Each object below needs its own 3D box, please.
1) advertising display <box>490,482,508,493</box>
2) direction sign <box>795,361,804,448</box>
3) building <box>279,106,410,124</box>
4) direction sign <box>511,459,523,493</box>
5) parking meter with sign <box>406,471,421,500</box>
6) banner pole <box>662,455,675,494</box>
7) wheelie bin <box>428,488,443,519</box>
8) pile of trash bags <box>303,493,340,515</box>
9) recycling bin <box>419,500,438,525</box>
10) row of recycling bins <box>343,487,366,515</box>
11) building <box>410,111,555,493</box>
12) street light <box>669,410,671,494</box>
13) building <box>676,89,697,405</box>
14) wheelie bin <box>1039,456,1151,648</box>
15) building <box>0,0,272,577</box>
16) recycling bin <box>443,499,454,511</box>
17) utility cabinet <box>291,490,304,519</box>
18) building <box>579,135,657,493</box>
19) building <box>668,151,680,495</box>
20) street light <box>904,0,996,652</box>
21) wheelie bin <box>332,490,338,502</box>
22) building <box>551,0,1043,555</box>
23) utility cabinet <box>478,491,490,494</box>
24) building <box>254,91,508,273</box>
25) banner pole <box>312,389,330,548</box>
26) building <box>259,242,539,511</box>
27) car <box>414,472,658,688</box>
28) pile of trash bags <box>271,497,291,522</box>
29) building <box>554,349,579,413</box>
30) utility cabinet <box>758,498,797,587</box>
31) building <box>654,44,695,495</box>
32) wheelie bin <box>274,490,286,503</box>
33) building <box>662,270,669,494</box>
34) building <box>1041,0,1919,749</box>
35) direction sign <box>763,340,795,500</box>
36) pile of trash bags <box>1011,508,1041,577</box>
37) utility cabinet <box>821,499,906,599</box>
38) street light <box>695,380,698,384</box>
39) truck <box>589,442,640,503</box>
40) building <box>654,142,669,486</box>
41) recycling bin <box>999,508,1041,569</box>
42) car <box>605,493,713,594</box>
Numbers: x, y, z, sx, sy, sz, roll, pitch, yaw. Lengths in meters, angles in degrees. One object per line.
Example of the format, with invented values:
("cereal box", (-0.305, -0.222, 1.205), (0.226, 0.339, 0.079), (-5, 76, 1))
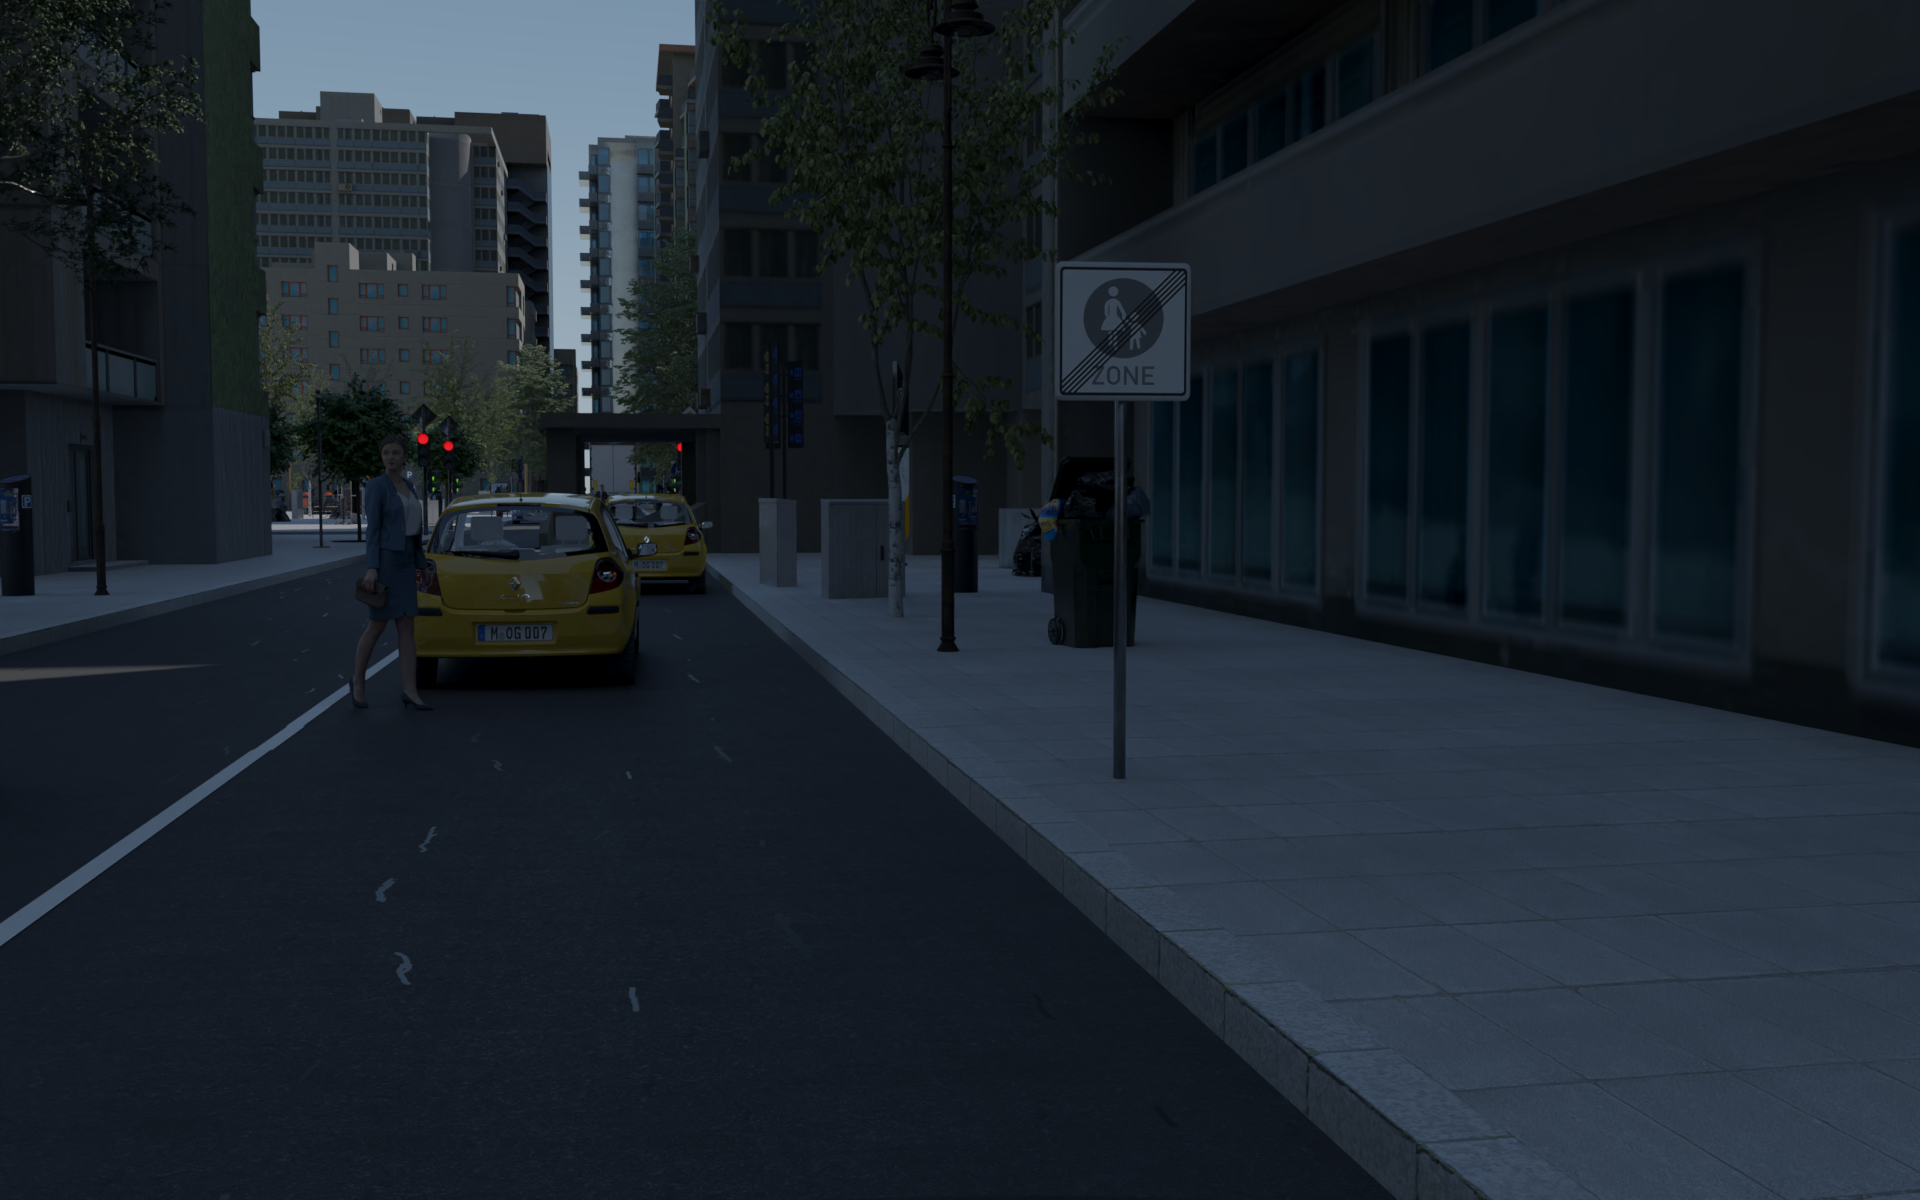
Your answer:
("advertising display", (-25.234, -5.483, 94.863), (0.974, 1.923, 0.123), (-2, 4, -27))
("direction sign", (-3.008, -2.308, 29.726), (0.876, 3.537, 0.379), (3, 4, 37))
("building", (-68.625, -33.435, 196.779), (14.200, 45.320, 14.600), (-1, 4, -11))
("direction sign", (-29.063, -7.441, 113.665), (0.379, 3.537, 0.876), (3, 4, 37))
("parking meter with sign", (-41.468, -8.313, 132.185), (0.543, 3.016, 1.738), (1, 4, 17))
("banner pole", (-18.178, -7.252, 108.582), (0.863, 3.779, 0.401), (2, 4, 31))
("wheelie bin", (-25.261, -4.617, 83.390), (0.693, 1.594, 0.980), (-2, 4, -31))
("pile of trash bags", (-39.877, -5.974, 107.434), (1.912, 1.369, 3.447), (0, 4, 4))
("recycling bin", (-21.899, -3.575, 71.013), (0.722, 1.027, 0.722), (2, 4, 31))
("row of recycling bins", (-37.542, -6.240, 109.140), (1.069, 1.692, 3.534), (1, 4, 16))
("building", (-54.389, -33.603, 199.522), (14.200, 45.320, 14.600), (-1, 4, -11))
("street light", (-15.943, -7.495, 95.337), (0.468, 5.910, 1.993), (-1, 4, -11))
("building", (-13.257, -21.804, 128.191), (14.160, 30.474, 14.107), (-1, 4, -11))
("wheelie bin", (1.176, -0.412, 14.649), (0.980, 1.594, 0.693), (-1, 4, -20))
("building", (-20.148, -21.027, 27.391), (14.154, 41.232, 14.086), (-1, 4, -11))
("recycling bin", (-25.523, -4.542, 86.821), (0.722, 1.027, 0.722), (-2, 4, -23))
("utility cabinet", (-33.963, -4.901, 88.809), (0.318, 1.500, 1.173), (0, 4, -7))
("building", (-35.231, -37.480, 232.412), (30.456, 49.044, 23.786), (-1, 4, -11))
("building", (-17.422, -23.055, 148.653), (14.160, 30.474, 14.107), (-1, 4, -11))
("street light", (-0.098, -2.519, 13.967), (0.468, 5.910, 1.993), (-1, 4, -11))
("wheelie bin", (-46.787, -7.485, 130.286), (0.693, 1.594, 0.980), (1, 4, 16))
("building", (5.901, -21.535, 43.975), (32.217, 40.220, 23.993), (-1, 4, -11))
("utility cabinet", (-31.686, -6.564, 115.999), (1.173, 1.500, 0.318), (2, 4, 28))
("building", (-58.208, -29.375, 172.161), (32.217, 40.220, 23.993), (-1, 4, -11))
("banner pole", (-15.205, -3.129, 41.179), (0.401, 3.779, 0.863), (-2, 4, -25))
("building", (-50.825, -18.485, 147.274), (27.650, 21.520, 28.899), (-1, 4, -11))
("car", (-3.522, -0.251, 14.322), (2.015, 1.641, 3.980), (-1, 4, -10))
("pile of trash bags", (-32.663, -4.312, 80.258), (3.447, 1.369, 1.912), (2, 4, 32))
("building", (-65.451, -23.479, 228.919), (28.899, 21.520, 27.650), (-1, 4, -11))
("utility cabinet", (-2.556, -0.807, 24.350), (0.306, 1.237, 1.020), (-1, 4, -21))
("building", (-18.518, -31.535, 170.229), (22.147, 44.769, 28.867), (-1, 4, -11))
("wheelie bin", (-51.016, -7.460, 129.871), (0.980, 1.594, 0.693), (1, 4, 9))
("building", (-25.803, -25.651, 191.101), (14.160, 30.474, 14.107), (-1, 4, -11))
("building", (13.526, -23.813, 13.051), (21.300, 48.544, 21.600), (-1, 4, -11))
("direction sign", (-2.820, -2.078, 25.971), (0.379, 3.537, 0.876), (-1, 4, -20))
("pile of trash bags", (2.631, -1.068, 27.207), (3.447, 1.369, 1.912), (-1, 4, -21))
("utility cabinet", (-1.193, -0.629, 21.454), (1.020, 1.237, 0.306), (-2, 4, -25))
("street light", (-8.151, -5.028, 54.988), (0.468, 5.910, 1.993), (-1, 4, -11))
("truck", (-19.296, -6.597, 96.776), (2.839, 4.237, 11.283), (-1, 4, -11))
("building", (-28.954, -31.891, 205.019), (14.154, 41.232, 14.086), (-1, 4, -11))
("recycling bin", (1.098, -1.072, 30.075), (0.722, 1.027, 0.722), (-1, 4, -12))
("car", (-4.737, -0.978, 26.210), (2.015, 1.641, 3.980), (-1, 4, -10))
